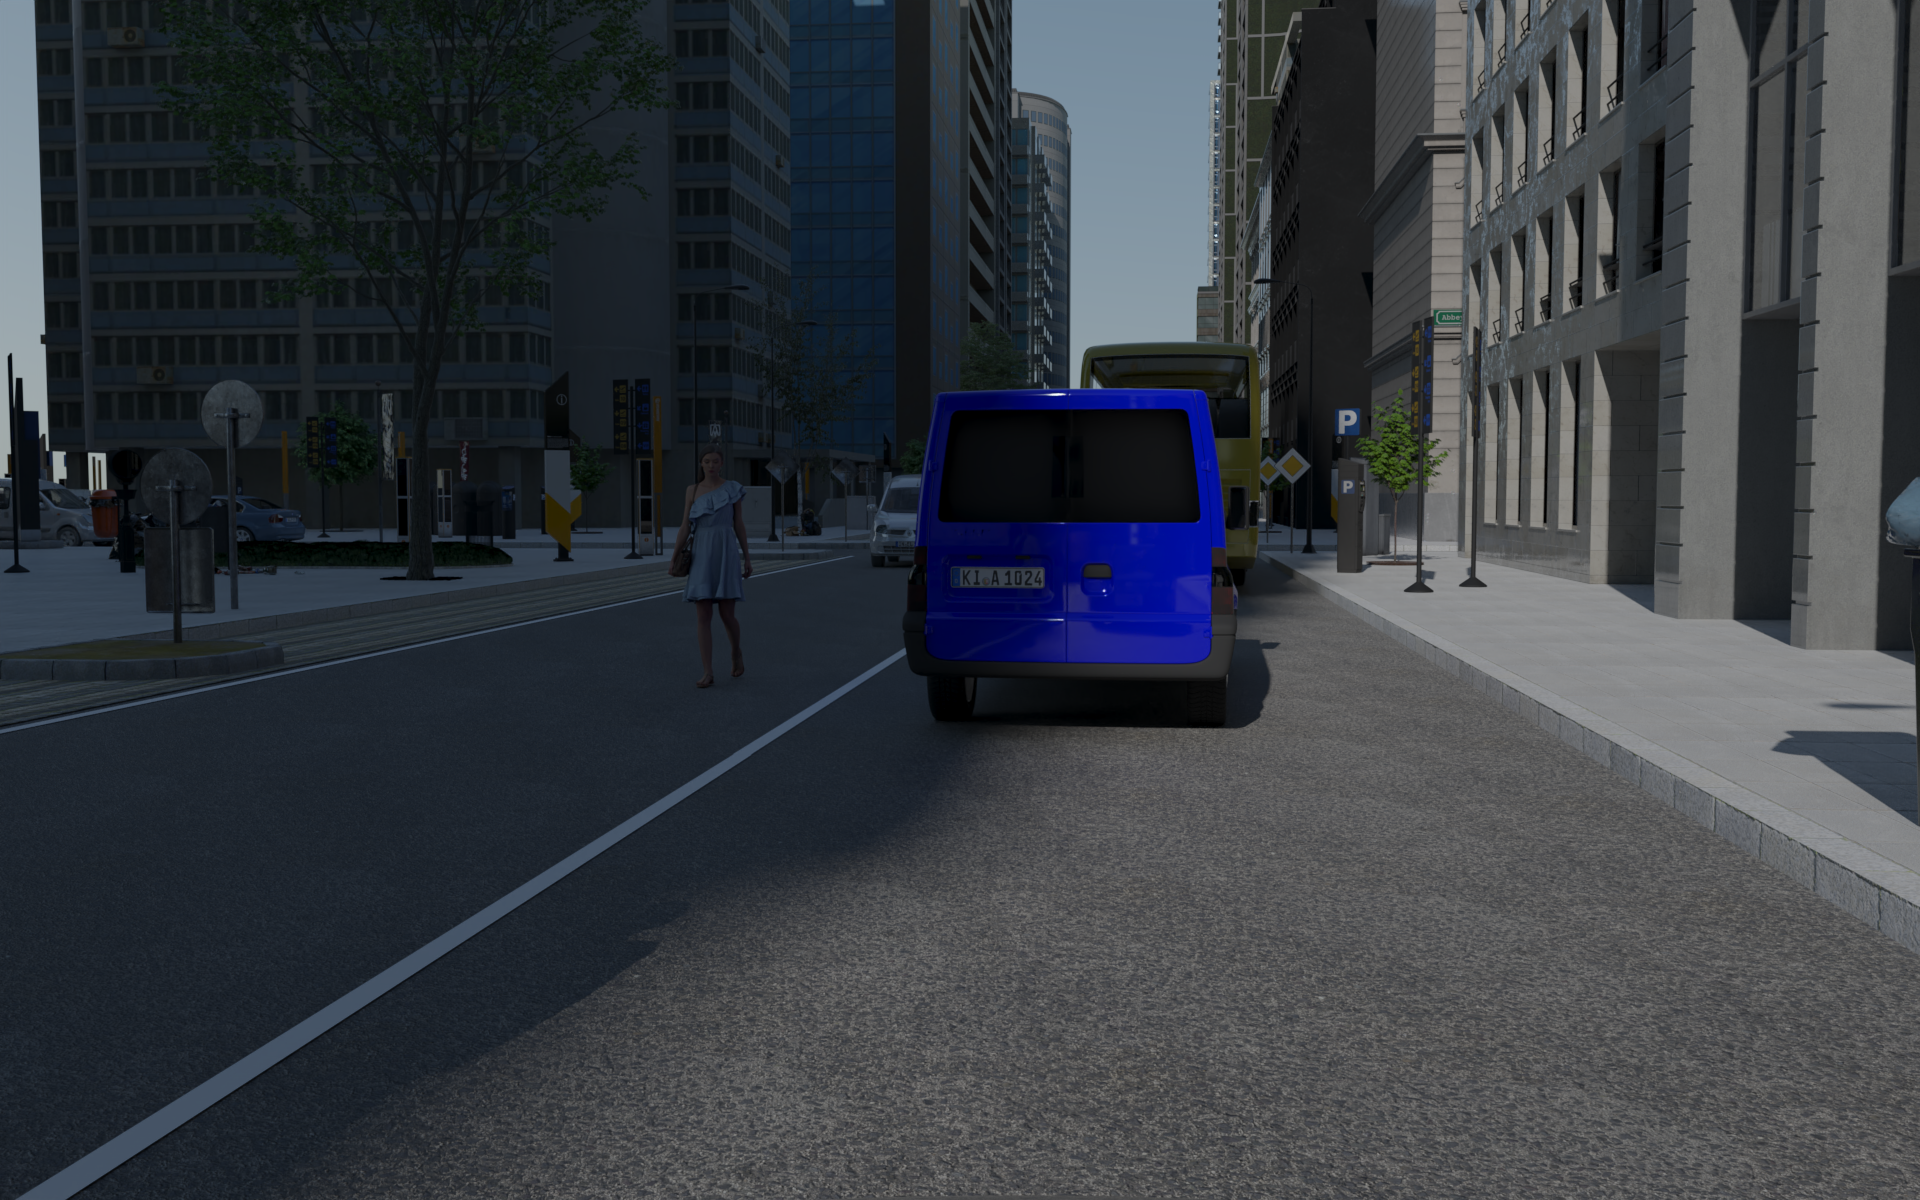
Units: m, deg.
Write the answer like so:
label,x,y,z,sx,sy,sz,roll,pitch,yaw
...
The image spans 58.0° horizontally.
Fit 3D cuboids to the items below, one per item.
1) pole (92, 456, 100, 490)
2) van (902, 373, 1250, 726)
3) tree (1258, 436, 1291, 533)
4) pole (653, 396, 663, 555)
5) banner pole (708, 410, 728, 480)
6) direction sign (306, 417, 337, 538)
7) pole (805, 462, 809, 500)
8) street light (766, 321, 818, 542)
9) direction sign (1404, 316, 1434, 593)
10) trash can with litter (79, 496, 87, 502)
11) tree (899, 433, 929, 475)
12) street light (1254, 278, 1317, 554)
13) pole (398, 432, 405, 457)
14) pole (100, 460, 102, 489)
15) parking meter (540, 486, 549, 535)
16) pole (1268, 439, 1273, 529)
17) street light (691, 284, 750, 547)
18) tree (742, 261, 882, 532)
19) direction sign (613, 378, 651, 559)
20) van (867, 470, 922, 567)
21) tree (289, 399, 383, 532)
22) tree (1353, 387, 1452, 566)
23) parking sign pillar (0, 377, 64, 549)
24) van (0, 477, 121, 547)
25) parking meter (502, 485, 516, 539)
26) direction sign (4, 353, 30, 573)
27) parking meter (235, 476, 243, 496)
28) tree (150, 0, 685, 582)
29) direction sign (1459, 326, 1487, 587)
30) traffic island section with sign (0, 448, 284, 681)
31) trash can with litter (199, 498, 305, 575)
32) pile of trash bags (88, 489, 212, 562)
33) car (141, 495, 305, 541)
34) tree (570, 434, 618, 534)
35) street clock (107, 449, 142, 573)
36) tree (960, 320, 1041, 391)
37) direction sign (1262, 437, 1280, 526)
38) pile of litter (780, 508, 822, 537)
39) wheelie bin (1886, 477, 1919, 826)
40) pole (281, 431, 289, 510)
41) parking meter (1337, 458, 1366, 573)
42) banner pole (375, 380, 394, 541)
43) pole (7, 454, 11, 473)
label,x,y,z,sx,sy,sz,roll,pitch,yaw
pole,-46.714,-6.096,93.507,0.158,3.312,0.155,0,3,0
van,0.981,-0.494,12.463,2.240,2.365,5.245,1,4,8
tree,10.094,-3.842,57.425,1.663,3.219,1.824,0,3,0
pole,-6.312,-2.590,36.194,0.158,3.312,0.155,0,3,0
banner pole,-7.169,-3.776,51.756,0.863,3.779,0.401,-3,5,-41
direction sign,-18.762,-3.608,50.981,0.876,3.537,0.379,-3,5,-40
pole,-7.949,-5.892,90.178,0.158,3.312,0.155,0,3,0
street light,-4.509,-4.528,46.566,1.470,5.913,1.316,0,4,6
direction sign,6.000,-1.868,22.545,0.379,3.537,0.876,0,4,-2
trash can with litter,-26.972,-2.583,53.297,2.233,1.210,1.678,3,4,38
tree,-1.515,-6.422,88.705,4.285,4.588,4.351,0,3,0
street light,7.013,-3.965,37.361,1.470,5.913,1.316,0,4,6
pole,-18.269,-3.847,56.747,0.158,3.312,0.155,0,3,0
pole,-51.390,-6.706,103.494,0.158,3.312,0.155,0,3,0
parking meter,-13.114,-2.848,54.973,0.372,1.533,0.369,0,3,0
pole,11.439,-4.281,63.841,0.158,3.312,0.155,0,3,0
street light,-5.356,-4.039,38.577,1.470,5.913,1.316,0,4,6
tree,-4.927,-6.418,55.301,4.360,8.622,3.978,0,3,0
direction sign,-6.463,-2.580,34.178,0.876,3.537,0.379,2,4,25
van,-0.825,-1.735,35.382,2.013,2.044,4.112,0,4,4
tree,-21.282,-4.618,59.210,4.285,4.588,4.351,0,3,0
tree,8.043,-2.249,31.373,1.663,3.219,1.824,0,3,0
parking sign pillar,-21.950,-3.196,40.734,1.447,3.967,1.447,-2,4,-32
van,-23.691,-2.300,44.617,4.112,2.044,2.013,0,4,7
parking meter,-12.823,-2.495,49.204,0.372,1.533,0.369,0,3,0
direction sign,-15.412,-2.214,28.197,0.379,3.537,0.876,-2,4,-31
parking meter,-22.812,-2.991,54.608,0.255,1.863,0.399,1,4,11
tree,-7.887,-6.105,25.566,9.928,11.665,9.643,0,3,0
direction sign,7.098,-1.948,23.854,0.379,3.537,0.876,1,4,22
traffic island section with sign,-6.721,-0.339,14.168,1.989,1.847,2.006,0,4,6
trash can with litter,-11.638,-1.018,27.706,2.233,1.210,1.678,1,4,12
pile of trash bags,-15.947,-1.497,34.223,1.912,1.369,3.447,1,4,9
car,-18.968,-1.950,43.892,4.499,1.417,2.014,0,4,7
tree,-12.225,-3.775,56.323,1.663,3.219,1.824,0,3,0
street clock,-13.587,-1.447,28.228,0.471,2.002,0.358,-3,5,-42
tree,1.836,-11.945,113.425,7.486,12.596,7.792,0,3,0
direction sign,12.422,-4.729,69.317,0.876,3.537,0.379,-2,4,-27
pile of litter,-4.913,-2.396,53.139,1.176,0.858,1.719,3,5,40
wheelie bin,3.921,0.091,6.422,0.980,1.594,0.693,0,4,5
pole,-21.897,-3.815,56.216,0.158,3.312,0.155,0,3,0
parking meter,6.362,-1.373,28.163,0.399,1.863,0.255,2,4,34
banner pole,-12.645,-2.940,38.087,0.863,3.779,0.401,3,5,44
pole,-48.212,-5.755,87.944,0.158,3.312,0.155,0,3,0
